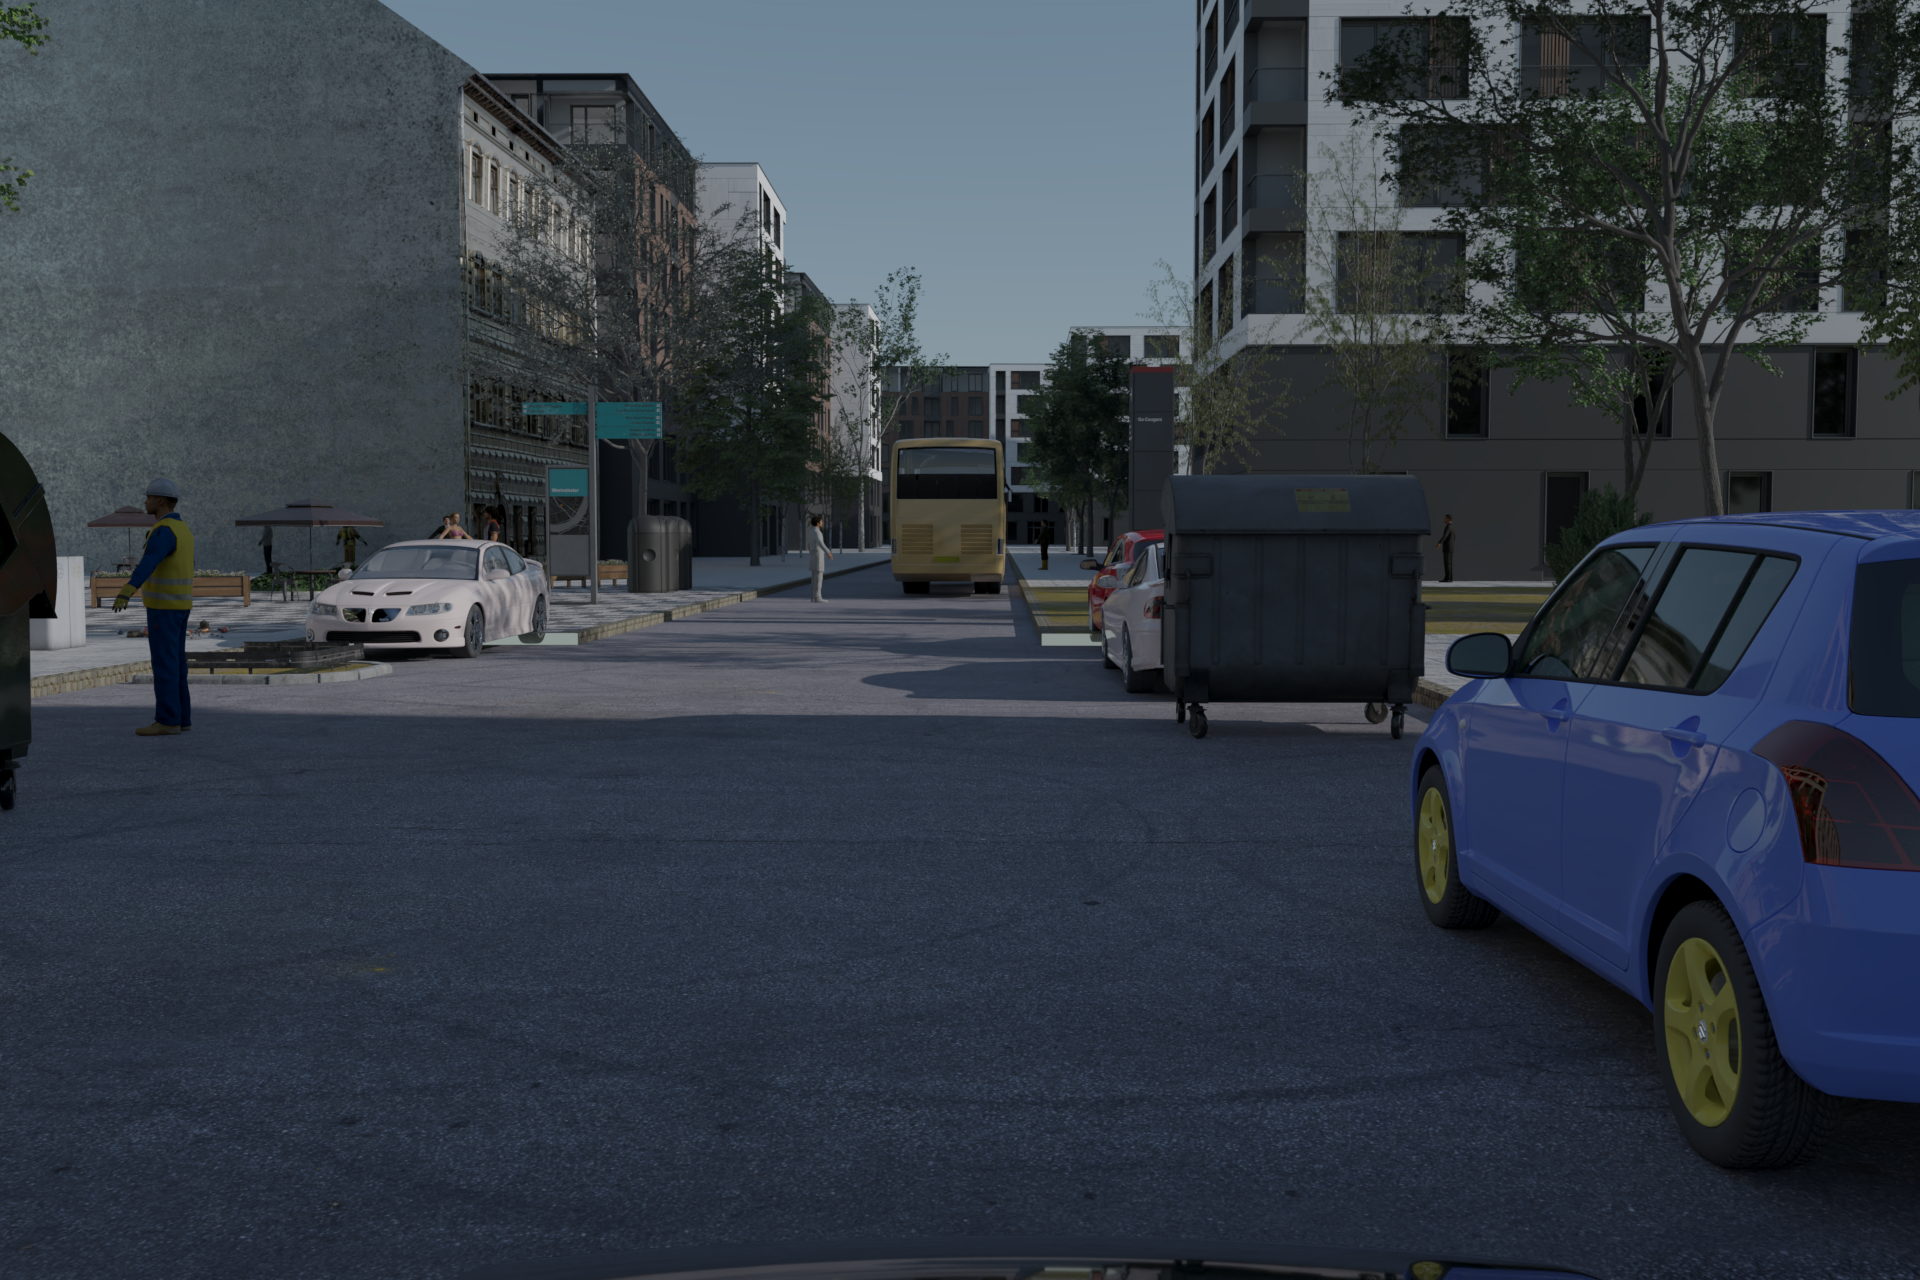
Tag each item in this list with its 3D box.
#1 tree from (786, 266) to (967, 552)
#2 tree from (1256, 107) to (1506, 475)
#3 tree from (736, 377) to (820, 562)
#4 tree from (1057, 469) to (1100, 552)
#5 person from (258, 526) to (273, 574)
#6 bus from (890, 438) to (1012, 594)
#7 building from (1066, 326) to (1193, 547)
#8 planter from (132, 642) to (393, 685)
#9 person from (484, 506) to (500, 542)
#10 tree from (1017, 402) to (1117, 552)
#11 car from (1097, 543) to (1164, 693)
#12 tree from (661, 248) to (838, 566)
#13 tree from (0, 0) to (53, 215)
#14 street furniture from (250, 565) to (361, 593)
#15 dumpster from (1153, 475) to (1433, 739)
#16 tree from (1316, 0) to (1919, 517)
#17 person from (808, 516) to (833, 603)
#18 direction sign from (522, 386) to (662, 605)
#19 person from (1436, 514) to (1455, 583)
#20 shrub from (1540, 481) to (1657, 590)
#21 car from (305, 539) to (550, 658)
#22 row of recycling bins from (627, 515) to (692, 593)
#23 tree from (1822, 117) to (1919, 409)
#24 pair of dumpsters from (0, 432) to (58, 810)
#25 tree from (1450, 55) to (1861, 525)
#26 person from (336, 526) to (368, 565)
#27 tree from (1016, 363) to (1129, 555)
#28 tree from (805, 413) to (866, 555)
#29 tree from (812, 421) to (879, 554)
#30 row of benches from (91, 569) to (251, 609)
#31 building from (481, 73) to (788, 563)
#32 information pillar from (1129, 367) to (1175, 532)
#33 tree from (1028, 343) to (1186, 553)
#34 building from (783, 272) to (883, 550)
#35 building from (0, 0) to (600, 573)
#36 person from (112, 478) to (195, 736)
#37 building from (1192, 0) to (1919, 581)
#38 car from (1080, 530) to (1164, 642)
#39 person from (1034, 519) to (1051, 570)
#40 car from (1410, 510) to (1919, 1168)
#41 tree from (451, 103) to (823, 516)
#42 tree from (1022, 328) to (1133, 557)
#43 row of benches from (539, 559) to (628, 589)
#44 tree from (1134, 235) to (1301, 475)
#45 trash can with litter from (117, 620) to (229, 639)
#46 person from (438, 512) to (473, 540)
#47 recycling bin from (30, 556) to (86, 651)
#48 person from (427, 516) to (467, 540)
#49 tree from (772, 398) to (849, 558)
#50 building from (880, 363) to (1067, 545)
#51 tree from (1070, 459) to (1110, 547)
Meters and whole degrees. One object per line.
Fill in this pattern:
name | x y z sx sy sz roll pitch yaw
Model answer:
tree | -5.546 -16.239 121.394 12.611 20.169 13.585 0 3 0
tree | 6.821 -4.888 30.288 4.360 8.622 3.978 0 3 0
tree | -8.290 -7.939 80.164 4.737 8.622 4.395 0 3 0
tree | 7.847 -10.418 120.698 4.360 8.622 3.978 0 3 0
person | -21.783 -2.953 54.406 0.705 1.813 1.348 -1 4 -10
bus | -0.105 -3.235 44.435 2.896 3.916 12.252 0 4 2
building | 25.306 -20.949 186.493 27.936 21.610 32.646 0 4 2
planter | -6.880 0.225 17.465 1.991 0.319 1.994 0 4 2
person | -8.927 -1.635 32.883 0.704 1.843 1.345 -1 4 -20
tree | 8.060 -12.329 127.331 9.928 11.665 9.643 0 3 0
car | 2.425 -0.283 16.984 2.083 1.381 4.827 0 4 1
tree | -8.463 -9.228 69.000 7.486 12.596 7.792 0 3 0
tree | -13.022 -5.556 16.596 9.928 11.665 9.643 0 3 0
street furniture | -13.958 -1.639 42.420 5.734 0.657 10.072 0 4 -4
dumpster | 2.376 -0.267 12.578 1.865 1.857 1.264 0 4 1
tree | 8.660 -5.224 19.828 8.767 10.594 7.601 0 4 -5
person | -2.971 -1.691 36.294 0.705 1.806 1.347 -1 4 -22
direction sign | -6.627 -2.638 31.900 2.525 3.948 1.411 0 4 2
person | 12.908 -2.426 45.895 0.704 1.802 1.346 2 4 31
shrub | 9.534 -1.320 25.630 1.661 2.075 1.752 0 3 0
car | -6.467 -0.558 21.493 2.083 1.381 4.827 0 4 2
row of recycling bins | -6.732 -1.963 39.213 1.069 1.692 3.534 0 4 3
tree | 16.740 -4.829 29.315 4.737 8.622 4.395 0 3 0
pair of dumpsters | -6.967 -0.214 8.453 4.436 2.255 1.574 0 4 1
tree | 14.764 -6.833 37.482 9.928 11.665 9.643 0 3 0
person | -19.834 -3.092 56.325 1.354 1.858 0.705 2 4 27
tree | 7.372 -11.046 106.356 9.928 11.665 9.643 0 3 0
tree | -7.965 -9.442 104.746 4.360 8.622 3.978 0 3 0
tree | -7.357 -9.779 110.250 4.737 8.622 4.395 0 3 0
row of benches | -14.587 -0.898 30.144 4.104 0.672 1.422 -1 4 -18
building | -25.038 -15.264 93.538 27.936 21.610 32.646 0 4 1
information pillar | 2.990 -2.309 27.124 0.750 3.857 0.750 0 4 0
tree | 7.332 -9.239 85.465 8.767 10.594 7.601 1 4 12
building | -22.051 -18.842 152.049 27.936 21.610 32.646 0 4 2
building | -25.212 -14.369 65.864 19.493 23.208 18.063 0 4 2
person | -5.734 -0.246 12.450 0.705 1.833 1.349 0 4 -7
building | 22.134 -13.364 62.484 27.936 21.610 32.646 0 4 2
car | 2.618 -0.782 21.828 2.155 1.783 4.494 0 3 0
person | 2.992 -3.417 62.002 0.704 1.812 1.346 2 4 24
car | 2.535 0.268 5.204 1.945 1.707 3.694 0 4 1
tree | -9.129 -8.511 49.520 12.009 13.543 11.850 0 3 0
tree | 6.846 -10.877 95.966 7.486 12.596 7.792 0 3 0
row of benches | -8.667 -1.632 42.148 1.422 0.672 4.104 3 4 38
tree | 5.811 -5.701 43.577 4.360 8.622 3.978 0 3 0
trash can with litter | -9.921 -0.681 22.189 1.678 1.210 2.233 0 4 1
person | -10.385 -1.777 35.853 0.721 1.733 1.217 2 4 32
recycling bin | -10.329 -0.419 19.398 0.722 1.027 0.722 0 4 2
person | -14.720 -2.664 49.742 1.347 1.806 0.705 -1 4 -23
tree | -8.723 -8.679 92.257 4.360 8.622 3.978 0 3 0
building | 0.967 -22.823 219.593 32.646 21.610 27.936 0 4 -2
tree | 7.546 -9.945 112.966 4.360 8.622 3.978 0 3 0
